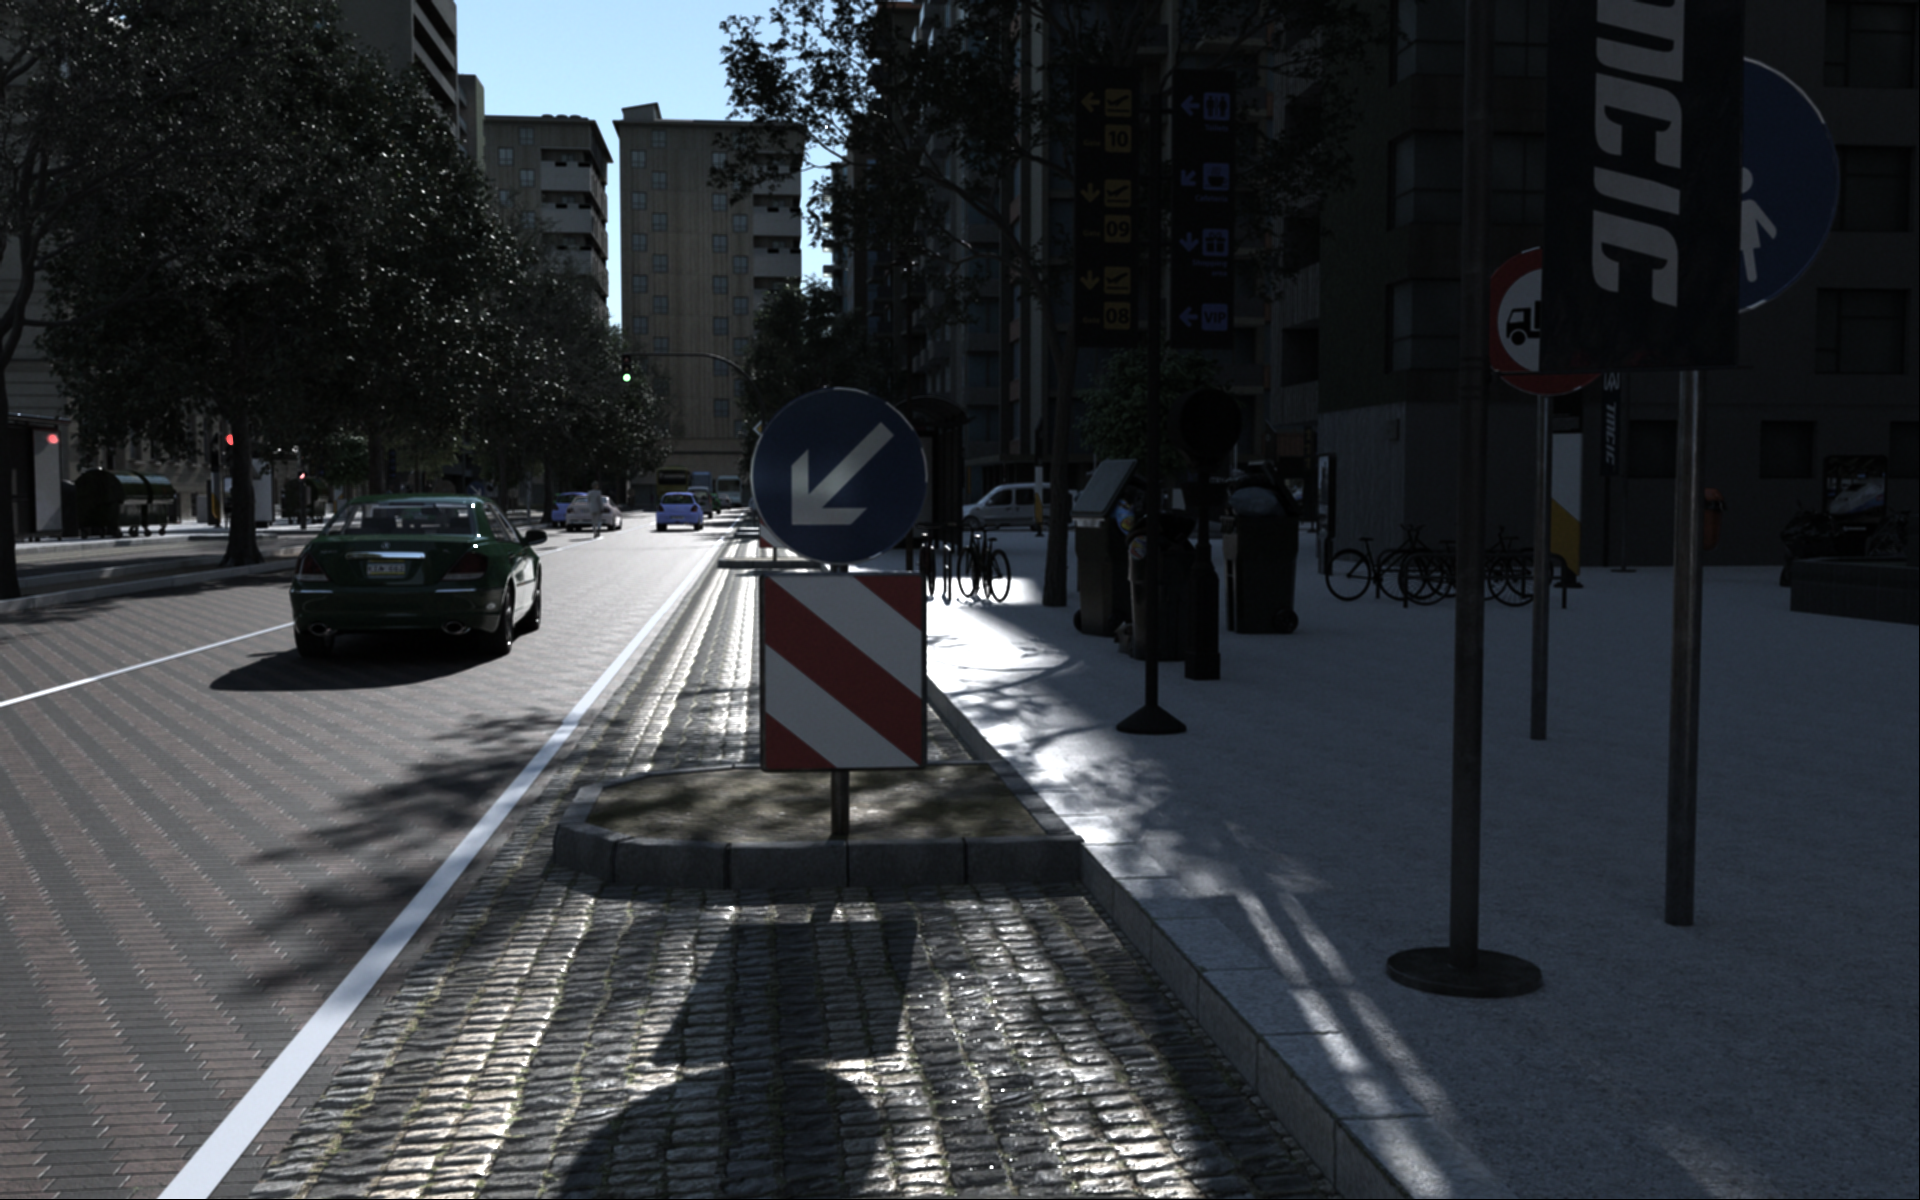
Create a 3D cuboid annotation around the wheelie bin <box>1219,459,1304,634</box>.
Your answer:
[{"bbox_3d":[2.777,-0.499,16.068,0.693,1.594,0.980,0,4,-5],"label":"wheelie bin"}]

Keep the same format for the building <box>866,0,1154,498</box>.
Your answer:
[{"bbox_3d":[2.985,-30.648,155.726,22.147,44.769,28.867,0,4,-7],"label":"building"}]

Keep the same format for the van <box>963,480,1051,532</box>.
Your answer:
[{"bbox_3d":[1.591,-3.370,62.108,4.112,2.044,2.013,0,4,-6],"label":"van"}]

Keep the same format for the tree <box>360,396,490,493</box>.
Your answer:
[{"bbox_3d":[-31.393,-11.108,99.749,7.486,12.596,7.792,0,3,0],"label":"tree"}]

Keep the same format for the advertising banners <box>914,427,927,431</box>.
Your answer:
[{"bbox_3d":[-1.820,-2.873,43.153,2.074,3.025,0.090,-1,4,-14],"label":"advertising banners"}]

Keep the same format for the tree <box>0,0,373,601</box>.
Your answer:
[{"bbox_3d":[-12.974,-6.744,23.086,12.009,13.543,11.850,0,3,0],"label":"tree"}]

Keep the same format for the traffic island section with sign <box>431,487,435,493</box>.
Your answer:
[{"bbox_3d":[-26.238,-4.793,86.998,1.989,1.847,2.006,0,4,-7],"label":"traffic island section with sign"}]

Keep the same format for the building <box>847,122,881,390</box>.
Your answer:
[{"bbox_3d":[-5.783,-33.698,201.068,14.600,45.320,14.200,0,4,-7],"label":"building"}]

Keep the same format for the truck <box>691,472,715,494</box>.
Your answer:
[{"bbox_3d":[-30.493,-12.976,201.911,2.967,4.110,18.799,0,4,-5],"label":"truck"}]

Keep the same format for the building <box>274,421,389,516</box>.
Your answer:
[{"bbox_3d":[-47.393,-18.156,115.943,14.460,24.649,34.723,0,4,-7],"label":"building"}]

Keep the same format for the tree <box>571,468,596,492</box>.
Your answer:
[{"bbox_3d":[-39.675,-12.153,182.411,4.285,4.588,4.351,0,3,0],"label":"tree"}]

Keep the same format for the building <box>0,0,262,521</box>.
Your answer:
[{"bbox_3d":[-44.782,-15.248,82.581,16.112,22.955,30.059,0,4,-7],"label":"building"}]

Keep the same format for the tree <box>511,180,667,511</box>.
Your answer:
[{"bbox_3d":[-17.897,-9.461,67.511,12.009,13.543,11.850,0,3,0],"label":"tree"}]

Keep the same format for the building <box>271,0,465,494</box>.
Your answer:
[{"bbox_3d":[-54.511,-31.877,144.898,21.300,48.544,21.600,0,4,-7],"label":"building"}]

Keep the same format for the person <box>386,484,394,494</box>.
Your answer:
[{"bbox_3d":[-21.856,-3.536,66.502,0.419,1.800,0.721,0,4,1],"label":"person"}]

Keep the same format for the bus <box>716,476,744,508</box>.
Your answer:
[{"bbox_3d":[-24.359,-11.511,183.063,2.948,3.499,13.247,0,4,-7],"label":"bus"}]

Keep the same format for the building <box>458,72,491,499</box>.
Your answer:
[{"bbox_3d":[-52.779,-29.337,163.250,14.154,41.232,14.086,0,4,-7],"label":"building"}]

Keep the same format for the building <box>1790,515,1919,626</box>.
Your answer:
[{"bbox_3d":[19.946,-28.466,7.418,21.231,58.520,28.212,0,4,-7],"label":"building"}]

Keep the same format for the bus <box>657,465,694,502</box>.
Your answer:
[{"bbox_3d":[-24.298,-9.541,147.548,2.896,3.916,12.252,0,4,-7],"label":"bus"}]

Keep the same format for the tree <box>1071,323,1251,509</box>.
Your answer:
[{"bbox_3d":[3.853,-3.032,33.294,4.285,4.588,4.351,0,3,0],"label":"tree"}]

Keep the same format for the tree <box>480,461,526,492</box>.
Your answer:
[{"bbox_3d":[-33.944,-8.849,128.397,4.285,4.588,4.351,0,3,0],"label":"tree"}]

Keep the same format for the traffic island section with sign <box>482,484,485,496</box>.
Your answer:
[{"bbox_3d":[-17.465,-3.349,62.898,2.006,1.907,1.989,0,4,-7],"label":"traffic island section with sign"}]

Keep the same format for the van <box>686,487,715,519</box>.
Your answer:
[{"bbox_3d":[-15.346,-5.779,101.499,2.013,2.044,4.112,-1,4,-9],"label":"van"}]

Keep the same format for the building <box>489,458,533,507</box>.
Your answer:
[{"bbox_3d":[-63.279,-21.039,189.020,28.899,21.520,27.650,0,4,-7],"label":"building"}]

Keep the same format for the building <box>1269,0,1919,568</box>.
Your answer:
[{"bbox_3d":[13.910,-16.219,36.876,14.160,30.474,14.107,0,4,-7],"label":"building"}]

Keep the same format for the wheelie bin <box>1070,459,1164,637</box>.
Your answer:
[{"bbox_3d":[1.435,-0.483,15.812,0.693,1.594,0.980,-2,4,-26],"label":"wheelie bin"}]

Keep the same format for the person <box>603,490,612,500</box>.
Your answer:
[{"bbox_3d":[-30.191,-8.513,147.817,0.705,1.807,1.348,3,5,40],"label":"person"}]

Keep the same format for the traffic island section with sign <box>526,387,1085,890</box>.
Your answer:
[{"bbox_3d":[-0.636,0.088,7.196,1.989,1.847,2.006,0,4,-7],"label":"traffic island section with sign"}]

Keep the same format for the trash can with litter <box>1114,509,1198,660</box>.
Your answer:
[{"bbox_3d":[1.465,-0.138,13.648,0.624,1.170,1.055,-1,4,-14],"label":"trash can with litter"}]

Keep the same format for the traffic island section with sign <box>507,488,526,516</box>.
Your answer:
[{"bbox_3d":[-29.345,-6.431,113.778,1.989,1.847,2.006,0,4,-7],"label":"traffic island section with sign"}]

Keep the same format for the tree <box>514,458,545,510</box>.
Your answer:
[{"bbox_3d":[-34.734,-13.373,136.775,7.486,12.596,7.792,0,3,0],"label":"tree"}]

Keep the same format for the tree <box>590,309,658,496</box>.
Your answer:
[{"bbox_3d":[-19.975,-10.055,83.857,9.611,12.733,9.660,0,3,0],"label":"tree"}]

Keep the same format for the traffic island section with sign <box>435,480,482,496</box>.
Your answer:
[{"bbox_3d":[-16.620,-2.899,55.539,2.006,1.907,1.989,0,4,-7],"label":"traffic island section with sign"}]

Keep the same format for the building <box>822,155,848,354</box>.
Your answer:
[{"bbox_3d":[-4.115,-38.155,243.445,30.456,49.044,23.786,0,4,-7],"label":"building"}]

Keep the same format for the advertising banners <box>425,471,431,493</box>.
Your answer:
[{"bbox_3d":[-33.755,-6.955,109.898,0.090,3.025,2.074,-2,4,-26],"label":"advertising banners"}]

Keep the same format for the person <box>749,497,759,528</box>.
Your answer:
[{"bbox_3d":[-8.371,-3.711,70.993,0.589,1.601,0.330,0,4,8],"label":"person"}]

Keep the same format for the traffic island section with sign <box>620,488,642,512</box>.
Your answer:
[{"bbox_3d":[-26.144,-7.914,137.536,2.006,1.907,1.989,0,4,-7],"label":"traffic island section with sign"}]

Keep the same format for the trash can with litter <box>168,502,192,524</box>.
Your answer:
[{"bbox_3d":[-34.295,-3.863,74.219,2.233,1.210,1.678,0,4,-2],"label":"trash can with litter"}]

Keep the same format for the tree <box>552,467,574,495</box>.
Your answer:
[{"bbox_3d":[-36.758,-12.671,157.537,4.737,8.622,4.395,0,3,0],"label":"tree"}]

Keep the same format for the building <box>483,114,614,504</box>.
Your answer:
[{"bbox_3d":[-60.578,-39.779,239.622,27.495,52.752,28.713,0,4,-7],"label":"building"}]

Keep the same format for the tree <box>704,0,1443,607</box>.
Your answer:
[{"bbox_3d":[1.013,-5.185,19.188,8.767,10.594,7.601,1,4,8],"label":"tree"}]

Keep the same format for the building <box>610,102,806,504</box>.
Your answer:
[{"bbox_3d":[-33.237,-39.957,242.528,27.495,52.752,28.713,0,4,-7],"label":"building"}]

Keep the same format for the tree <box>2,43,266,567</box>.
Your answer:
[{"bbox_3d":[-14.158,-7.001,33.936,9.611,12.733,9.660,0,3,0],"label":"tree"}]

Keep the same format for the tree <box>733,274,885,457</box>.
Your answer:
[{"bbox_3d":[-8.298,-11.834,100.133,9.857,13.997,8.962,0,3,0],"label":"tree"}]

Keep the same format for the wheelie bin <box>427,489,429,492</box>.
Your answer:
[{"bbox_3d":[-34.838,-6.515,114.424,0.980,1.594,0.693,-1,4,-8],"label":"wheelie bin"}]

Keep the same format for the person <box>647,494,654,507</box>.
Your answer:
[{"bbox_3d":[-31.427,-10.082,176.558,0.991,1.433,0.599,-2,4,-28],"label":"person"}]

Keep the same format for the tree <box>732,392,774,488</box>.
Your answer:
[{"bbox_3d":[-20.906,-17.620,205.099,9.611,12.733,9.660,0,3,0],"label":"tree"}]

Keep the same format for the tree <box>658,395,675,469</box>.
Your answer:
[{"bbox_3d":[-23.280,-11.726,111.183,9.611,12.733,9.660,0,3,0],"label":"tree"}]

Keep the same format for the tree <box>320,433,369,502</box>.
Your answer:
[{"bbox_3d":[-28.811,-5.963,81.209,4.285,4.588,4.351,0,3,0],"label":"tree"}]

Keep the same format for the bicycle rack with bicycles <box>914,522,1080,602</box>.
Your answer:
[{"bbox_3d":[0.595,-0.507,21.675,2.852,0.926,2.925,0,4,-1],"label":"bicycle rack with bicycles"}]

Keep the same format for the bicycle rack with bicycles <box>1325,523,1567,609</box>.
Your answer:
[{"bbox_3d":[5.808,-0.434,20.483,2.925,0.926,2.852,0,4,5],"label":"bicycle rack with bicycles"}]

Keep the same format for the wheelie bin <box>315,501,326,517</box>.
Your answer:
[{"bbox_3d":[-35.832,-5.438,96.827,0.980,1.594,0.693,-3,5,-42],"label":"wheelie bin"}]

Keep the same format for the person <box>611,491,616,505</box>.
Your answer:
[{"bbox_3d":[-33.613,-9.674,167.207,0.750,1.759,0.617,-2,4,-31],"label":"person"}]

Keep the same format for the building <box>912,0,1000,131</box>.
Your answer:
[{"bbox_3d":[8.289,-30.959,125.787,23.786,49.044,30.456,0,4,-7],"label":"building"}]

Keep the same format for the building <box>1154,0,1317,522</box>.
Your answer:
[{"bbox_3d":[14.818,-26.389,86.079,28.867,44.769,22.147,0,4,-7],"label":"building"}]

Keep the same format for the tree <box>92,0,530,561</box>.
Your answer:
[{"bbox_3d":[-14.906,-7.617,43.998,9.611,12.733,9.660,0,3,0],"label":"tree"}]

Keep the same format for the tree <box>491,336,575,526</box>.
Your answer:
[{"bbox_3d":[-19.167,-7.583,76.808,4.360,8.622,3.978,0,3,0],"label":"tree"}]

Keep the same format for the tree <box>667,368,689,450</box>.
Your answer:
[{"bbox_3d":[-24.351,-12.855,123.013,12.009,13.543,11.850,0,3,0],"label":"tree"}]

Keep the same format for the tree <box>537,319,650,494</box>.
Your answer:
[{"bbox_3d":[-21.997,-10.595,101.447,9.928,11.665,9.643,0,3,0],"label":"tree"}]

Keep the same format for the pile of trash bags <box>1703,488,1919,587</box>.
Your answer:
[{"bbox_3d":[11.924,-0.900,24.465,3.447,1.369,1.912,3,5,42],"label":"pile of trash bags"}]
